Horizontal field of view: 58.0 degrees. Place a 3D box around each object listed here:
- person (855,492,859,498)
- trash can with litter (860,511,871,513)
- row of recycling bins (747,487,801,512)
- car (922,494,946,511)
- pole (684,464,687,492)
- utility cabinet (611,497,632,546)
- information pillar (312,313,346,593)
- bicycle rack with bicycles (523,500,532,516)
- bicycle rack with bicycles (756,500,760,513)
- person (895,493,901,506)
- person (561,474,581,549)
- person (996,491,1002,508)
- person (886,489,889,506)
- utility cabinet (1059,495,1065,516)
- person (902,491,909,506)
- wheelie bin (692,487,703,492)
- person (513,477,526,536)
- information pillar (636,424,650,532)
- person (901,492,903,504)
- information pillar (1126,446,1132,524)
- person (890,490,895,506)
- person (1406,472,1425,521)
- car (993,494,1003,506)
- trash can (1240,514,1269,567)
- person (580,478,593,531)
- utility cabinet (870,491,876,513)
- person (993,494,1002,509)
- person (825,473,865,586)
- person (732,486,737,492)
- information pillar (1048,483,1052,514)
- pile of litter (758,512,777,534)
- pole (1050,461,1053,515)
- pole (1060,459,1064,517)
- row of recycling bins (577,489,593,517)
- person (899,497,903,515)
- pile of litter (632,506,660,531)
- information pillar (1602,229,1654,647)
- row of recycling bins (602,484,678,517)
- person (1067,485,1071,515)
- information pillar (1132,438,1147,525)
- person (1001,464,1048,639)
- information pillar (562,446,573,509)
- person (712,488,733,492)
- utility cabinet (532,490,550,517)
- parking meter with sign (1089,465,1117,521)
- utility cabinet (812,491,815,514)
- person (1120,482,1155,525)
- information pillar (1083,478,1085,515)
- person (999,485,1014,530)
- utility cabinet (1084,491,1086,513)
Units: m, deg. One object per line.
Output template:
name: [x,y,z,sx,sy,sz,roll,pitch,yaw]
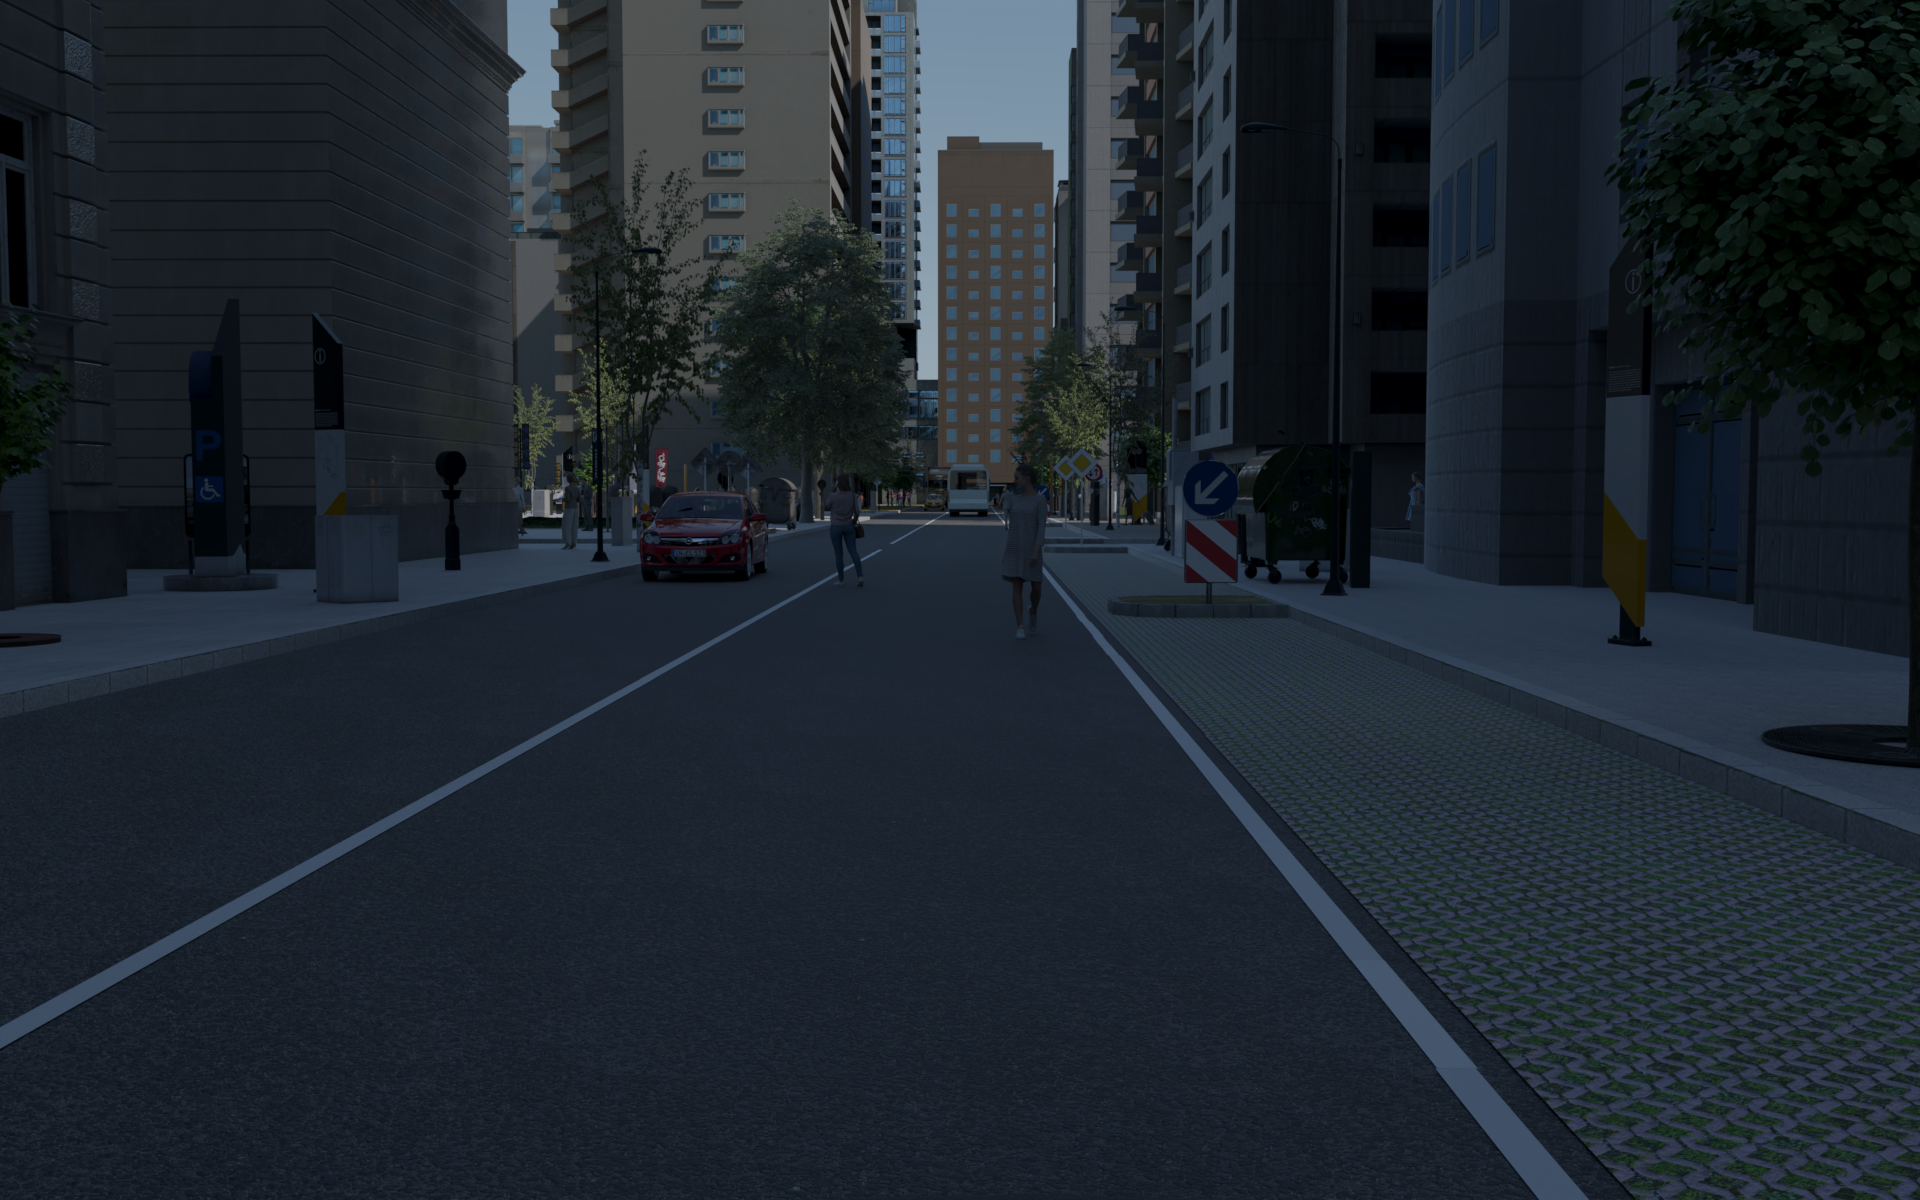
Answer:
person: [-8.586,-8.140,142.326,0.628,1.438,0.799,-1,4,-21]
trash can with litter: [-6.849,-6.502,117.364,2.233,1.210,1.678,1,4,9]
row of recycling bins: [-10.576,-5.631,99.177,3.534,1.692,1.069,-1,4,-16]
car: [-2.186,-8.383,147.281,2.015,1.641,3.980,0,4,1]
pole: [-18.787,-7.634,118.663,0.158,3.312,0.155,0,3,0]
utility cabinet: [-8.454,-1.963,43.264,0.306,1.237,1.020,0,4,3]
information pillar: [-8.159,-1.899,22.403,0.504,3.616,0.183,2,4,30]
bicycle rack with bicycles: [-27.066,-5.558,104.249,2.852,0.926,2.925,0,3,0]
bicycle rack with bicycles: [-14.035,-6.228,115.206,2.852,0.926,2.925,2,4,24]
person: [-6.863,-11.017,189.390,0.991,1.433,0.599,1,4,21]
person: [-9.084,-2.064,40.336,0.362,1.759,0.519,2,4,31]
person: [3.847,-9.428,163.359,1.217,1.735,0.721,1,4,10]
person: [-7.604,-10.750,181.943,0.705,1.807,1.348,0,4,6]
utility cabinet: [5.994,-5.495,101.011,0.306,1.237,1.020,-1,4,-10]
person: [-5.862,-11.057,187.356,0.750,1.759,0.617,-1,4,-13]
wheelie bin: [-12.322,-4.483,81.210,0.693,1.594,0.980,1,4,11]
person: [-13.267,-2.793,51.926,0.478,1.798,0.641,2,4,31]
information pillar: [-10.620,-4.080,58.066,0.504,3.616,0.183,2,4,27]
person: [-6.768,-12.092,206.067,0.599,1.838,0.709,3,4,38]
information pillar: [7.264,-4.995,73.016,0.504,3.616,0.183,0,4,-7]
person: [-7.488,-11.377,192.772,0.721,1.743,1.217,-2,4,-30]
person: [10.942,-2.153,41.344,0.778,1.811,0.616,2,4,28]
car: [4.718,-11.502,198.282,2.015,1.641,3.980,0,4,2]
trash can: [5.262,-1.157,30.567,0.748,1.137,0.748,0,3,0]
person: [-12.953,-3.308,59.942,0.447,1.846,0.655,-3,4,-36]
utility cabinet: [-5.771,-6.534,115.505,0.318,1.500,1.173,0,4,1]
person: [3.529,-9.206,162.206,0.799,1.438,0.628,-2,4,-27]
person: [-1.748,-1.090,26.917,0.593,1.750,0.643,-1,4,-21]
person: [-13.986,-6.151,106.785,0.473,1.802,0.592,1,4,9]
information pillar: [5.923,-6.678,113.680,0.304,2.012,0.304,-1,4,-9]
pile of litter: [-6.534,-2.598,56.450,1.176,0.858,1.719,0,4,-2]
pole: [5.592,-6.860,106.000,0.158,3.312,0.155,0,3,0]
pole: [5.813,-6.417,98.766,0.158,3.312,0.155,0,3,0]
row of recycling bins: [-18.233,-4.931,87.738,3.534,1.692,1.069,1,4,9]
person: [-4.132,-6.617,121.369,0.352,1.250,0.332,0,4,7]
pile of litter: [-10.800,-2.886,61.145,1.719,0.858,1.176,0,4,8]
information pillar: [5.675,-1.428,14.707,0.183,3.616,0.504,-1,4,-16]
row of recycling bins: [-13.439,-4.059,73.481,1.069,1.692,3.534,3,5,43]
person: [6.760,-6.262,108.340,0.656,1.842,0.836,0,4,3]
information pillar: [7.526,-4.934,72.027,0.504,3.616,0.183,1,4,10]
person: [0.647,-0.497,17.373,0.466,1.731,0.760,0,4,3]
information pillar: [-18.698,-5.583,82.639,0.504,3.616,0.183,-1,4,-21]
person: [-7.570,-2.968,54.929,0.716,1.782,0.532,1,4,22]
utility cabinet: [-22.187,-5.076,91.667,1.173,1.500,0.318,3,5,45]
parking meter with sign: [6.947,-5.307,83.031,1.738,3.016,0.543,3,5,44]
utility cabinet: [-9.378,-6.245,110.781,0.318,1.500,1.173,0,4,4]
person: [7.273,-3.970,71.173,1.509,1.804,0.699,0,4,-8]
information pillar: [7.468,-6.979,105.468,0.183,3.616,0.504,1,4,17]
person: [1.910,-3.697,69.212,0.678,1.792,0.850,0,4,-1]
utility cabinet: [8.125,-6.544,115.670,0.318,1.500,1.173,1,4,17]
